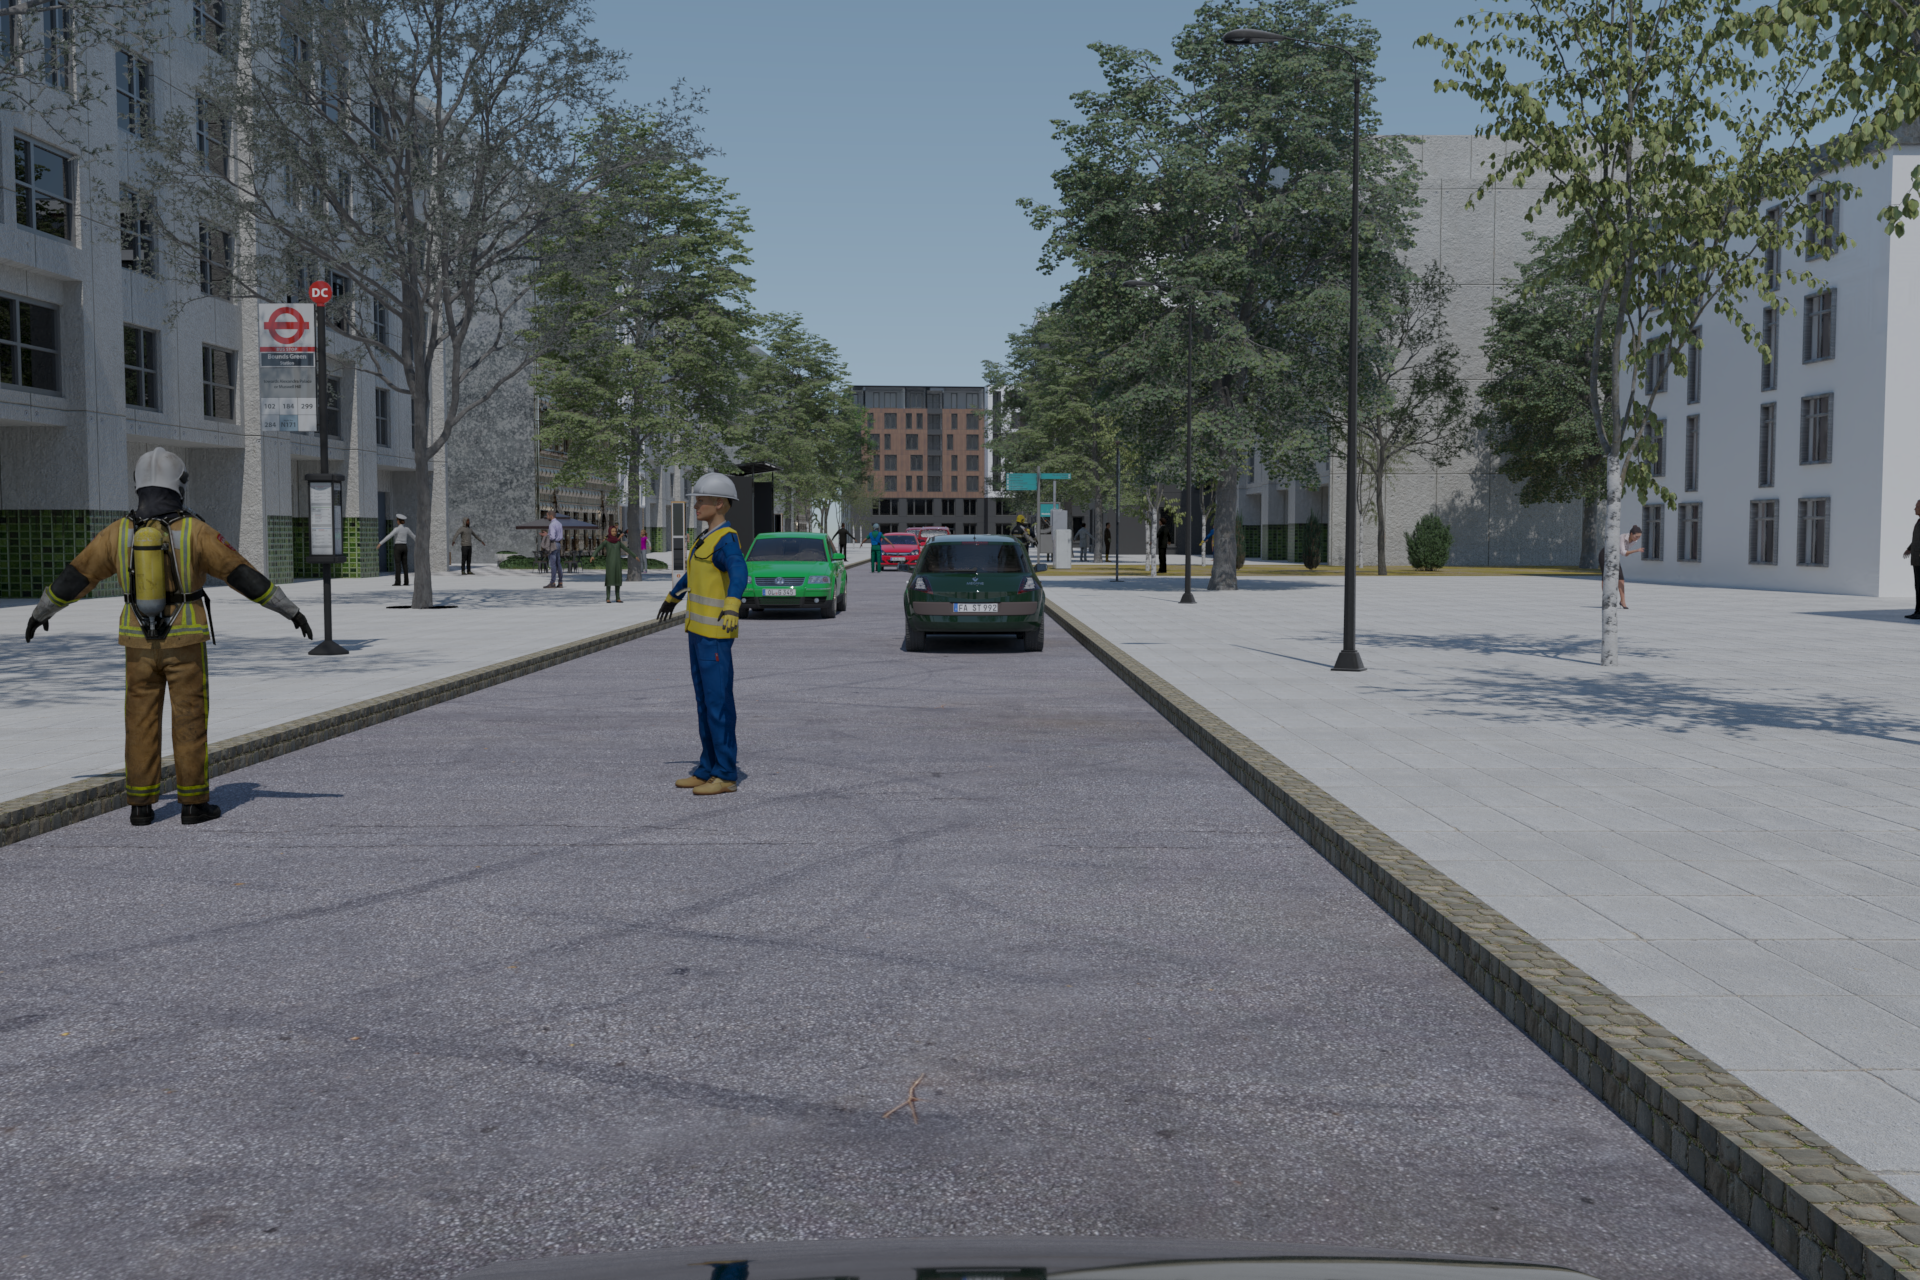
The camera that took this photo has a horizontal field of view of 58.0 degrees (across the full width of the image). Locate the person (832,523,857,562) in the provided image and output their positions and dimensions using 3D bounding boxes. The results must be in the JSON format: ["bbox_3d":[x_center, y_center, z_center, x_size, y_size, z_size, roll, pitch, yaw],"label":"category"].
[{"bbox_3d":[-5.415,-4.536,80.382,1.346,1.802,0.704,2,4,25],"label":"person"}]

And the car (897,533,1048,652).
[{"bbox_3d":[0.166,-0.779,22.518,2.009,1.686,4.222,0,4,0],"label":"car"}]

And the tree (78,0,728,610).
[{"bbox_3d":[-9.120,-7.285,29.482,12.009,13.543,11.850,0,3,0],"label":"tree"}]

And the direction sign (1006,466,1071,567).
[{"bbox_3d":[3.084,-4.808,67.379,2.525,3.948,1.411,0,4,0],"label":"direction sign"}]

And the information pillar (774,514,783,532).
[{"bbox_3d":[-6.529,-3.538,62.343,0.304,2.012,0.304,0,4,2],"label":"information pillar"}]

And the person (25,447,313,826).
[{"bbox_3d":[-3.936,-0.022,8.593,1.354,1.858,0.705,-1,4,-10],"label":"person"}]

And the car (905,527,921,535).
[{"bbox_3d":[-2.356,-5.560,99.572,2.281,1.827,5.304,0,4,0],"label":"car"}]

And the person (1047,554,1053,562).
[{"bbox_3d":[4.247,-4.568,80.965,1.348,1.796,0.705,2,4,28],"label":"person"}]

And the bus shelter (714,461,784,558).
[{"bbox_3d":[-7.148,-4.134,58.878,1.731,3.624,6.357,0,3,0],"label":"bus shelter"}]

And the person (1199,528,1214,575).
[{"bbox_3d":[8.005,-2.924,53.783,1.349,1.833,0.705,-2,4,-34],"label":"person"}]

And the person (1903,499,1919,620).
[{"bbox_3d":[14.477,-1.219,26.119,0.705,1.807,1.348,1,4,18],"label":"person"}]

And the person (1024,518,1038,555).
[{"bbox_3d":[2.304,-3.467,62.463,1.354,1.856,0.705,-2,4,-32],"label":"person"}]

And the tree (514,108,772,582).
[{"bbox_3d":[-8.596,-7.873,46.858,7.486,12.596,7.792,0,3,0],"label":"tree"}]

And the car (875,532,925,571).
[{"bbox_3d":[-2.378,-3.604,67.959,2.155,1.783,4.494,0,4,0],"label":"car"}]

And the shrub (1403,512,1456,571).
[{"bbox_3d":[16.147,-3.400,59.626,1.661,2.075,1.752,0,3,0],"label":"shrub"}]

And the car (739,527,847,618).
[{"bbox_3d":[-2.994,-1.348,30.840,1.959,1.807,4.718,0,4,0],"label":"car"}]

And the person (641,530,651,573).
[{"bbox_3d":[-10.465,-2.917,56.960,0.991,1.433,0.599,3,5,41],"label":"person"}]

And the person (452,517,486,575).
[{"bbox_3d":[-15.453,-2.946,54.298,0.705,1.813,1.348,2,4,31],"label":"person"}]

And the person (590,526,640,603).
[{"bbox_3d":[-6.417,-1.404,32.167,0.989,1.438,0.599,-3,4,-37],"label":"person"}]

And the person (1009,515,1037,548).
[{"bbox_3d":[1.842,-2.837,52.154,0.704,1.858,1.351,-2,4,-34],"label":"person"}]

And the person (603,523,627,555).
[{"bbox_3d":[-16.703,-4.793,84.301,1.347,1.837,0.705,0,4,-7],"label":"person"}]

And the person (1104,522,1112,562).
[{"bbox_3d":[6.760,-4.451,78.904,0.704,1.812,1.346,0,4,4],"label":"person"}]

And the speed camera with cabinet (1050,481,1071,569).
[{"bbox_3d":[3.724,-4.245,63.743,0.660,3.252,2.038,0,4,-2],"label":"speed camera with cabinet"}]

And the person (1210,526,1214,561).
[{"bbox_3d":[12.128,-4.650,82.833,0.721,1.733,1.217,3,5,42],"label":"person"}]

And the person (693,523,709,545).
[{"bbox_3d":[-7.799,-2.918,54.438,1.216,1.740,0.721,-1,4,-21],"label":"person"}]

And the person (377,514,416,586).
[{"bbox_3d":[-13.869,-2.225,42.837,0.721,1.778,1.216,3,4,38],"label":"person"}]

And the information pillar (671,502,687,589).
[{"bbox_3d":[-6.376,-2.132,39.357,0.304,2.012,0.304,0,4,1],"label":"information pillar"}]

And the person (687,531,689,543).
[{"bbox_3d":[-12.146,-4.256,75.713,0.704,1.817,1.347,-3,5,-40],"label":"person"}]

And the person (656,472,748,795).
[{"bbox_3d":[-1.451,-0.043,9.629,0.721,1.772,1.216,-2,4,-27],"label":"person"}]

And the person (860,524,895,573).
[{"bbox_3d":[-3.068,-3.364,63.588,1.347,1.817,0.704,1,4,16],"label":"person"}]

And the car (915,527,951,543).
[{"bbox_3d":[-1.285,-4.908,88.923,2.281,1.827,5.304,0,4,0],"label":"car"}]

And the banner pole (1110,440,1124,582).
[{"bbox_3d":[4.220,-3.435,46.185,0.401,3.779,0.863,0,4,0],"label":"banner pole"}]

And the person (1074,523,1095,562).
[{"bbox_3d":[5.798,-4.570,80.903,1.347,1.806,0.705,3,5,43],"label":"person"}]

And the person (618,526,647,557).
[{"bbox_3d":[-14.060,-4.158,74.128,1.345,1.843,0.704,-2,4,-26],"label":"person"}]

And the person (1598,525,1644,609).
[{"bbox_3d":[11.313,-1.246,29.600,0.799,1.438,0.628,2,4,30],"label":"person"}]

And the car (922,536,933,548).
[{"bbox_3d":[-0.687,-3.703,72.912,2.083,1.381,4.827,0,4,0],"label":"car"}]

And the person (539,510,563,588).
[{"bbox_3d":[-9.716,-2.143,40.953,0.599,1.838,0.709,1,4,9],"label":"person"}]

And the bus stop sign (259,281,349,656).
[{"bbox_3d":[-6.956,-1.814,18.356,0.855,3.939,0.416,0,4,-1],"label":"bus stop sign"}]

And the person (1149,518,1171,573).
[{"bbox_3d":[6.624,-3.101,56.886,0.705,1.806,1.347,2,4,35],"label":"person"}]
